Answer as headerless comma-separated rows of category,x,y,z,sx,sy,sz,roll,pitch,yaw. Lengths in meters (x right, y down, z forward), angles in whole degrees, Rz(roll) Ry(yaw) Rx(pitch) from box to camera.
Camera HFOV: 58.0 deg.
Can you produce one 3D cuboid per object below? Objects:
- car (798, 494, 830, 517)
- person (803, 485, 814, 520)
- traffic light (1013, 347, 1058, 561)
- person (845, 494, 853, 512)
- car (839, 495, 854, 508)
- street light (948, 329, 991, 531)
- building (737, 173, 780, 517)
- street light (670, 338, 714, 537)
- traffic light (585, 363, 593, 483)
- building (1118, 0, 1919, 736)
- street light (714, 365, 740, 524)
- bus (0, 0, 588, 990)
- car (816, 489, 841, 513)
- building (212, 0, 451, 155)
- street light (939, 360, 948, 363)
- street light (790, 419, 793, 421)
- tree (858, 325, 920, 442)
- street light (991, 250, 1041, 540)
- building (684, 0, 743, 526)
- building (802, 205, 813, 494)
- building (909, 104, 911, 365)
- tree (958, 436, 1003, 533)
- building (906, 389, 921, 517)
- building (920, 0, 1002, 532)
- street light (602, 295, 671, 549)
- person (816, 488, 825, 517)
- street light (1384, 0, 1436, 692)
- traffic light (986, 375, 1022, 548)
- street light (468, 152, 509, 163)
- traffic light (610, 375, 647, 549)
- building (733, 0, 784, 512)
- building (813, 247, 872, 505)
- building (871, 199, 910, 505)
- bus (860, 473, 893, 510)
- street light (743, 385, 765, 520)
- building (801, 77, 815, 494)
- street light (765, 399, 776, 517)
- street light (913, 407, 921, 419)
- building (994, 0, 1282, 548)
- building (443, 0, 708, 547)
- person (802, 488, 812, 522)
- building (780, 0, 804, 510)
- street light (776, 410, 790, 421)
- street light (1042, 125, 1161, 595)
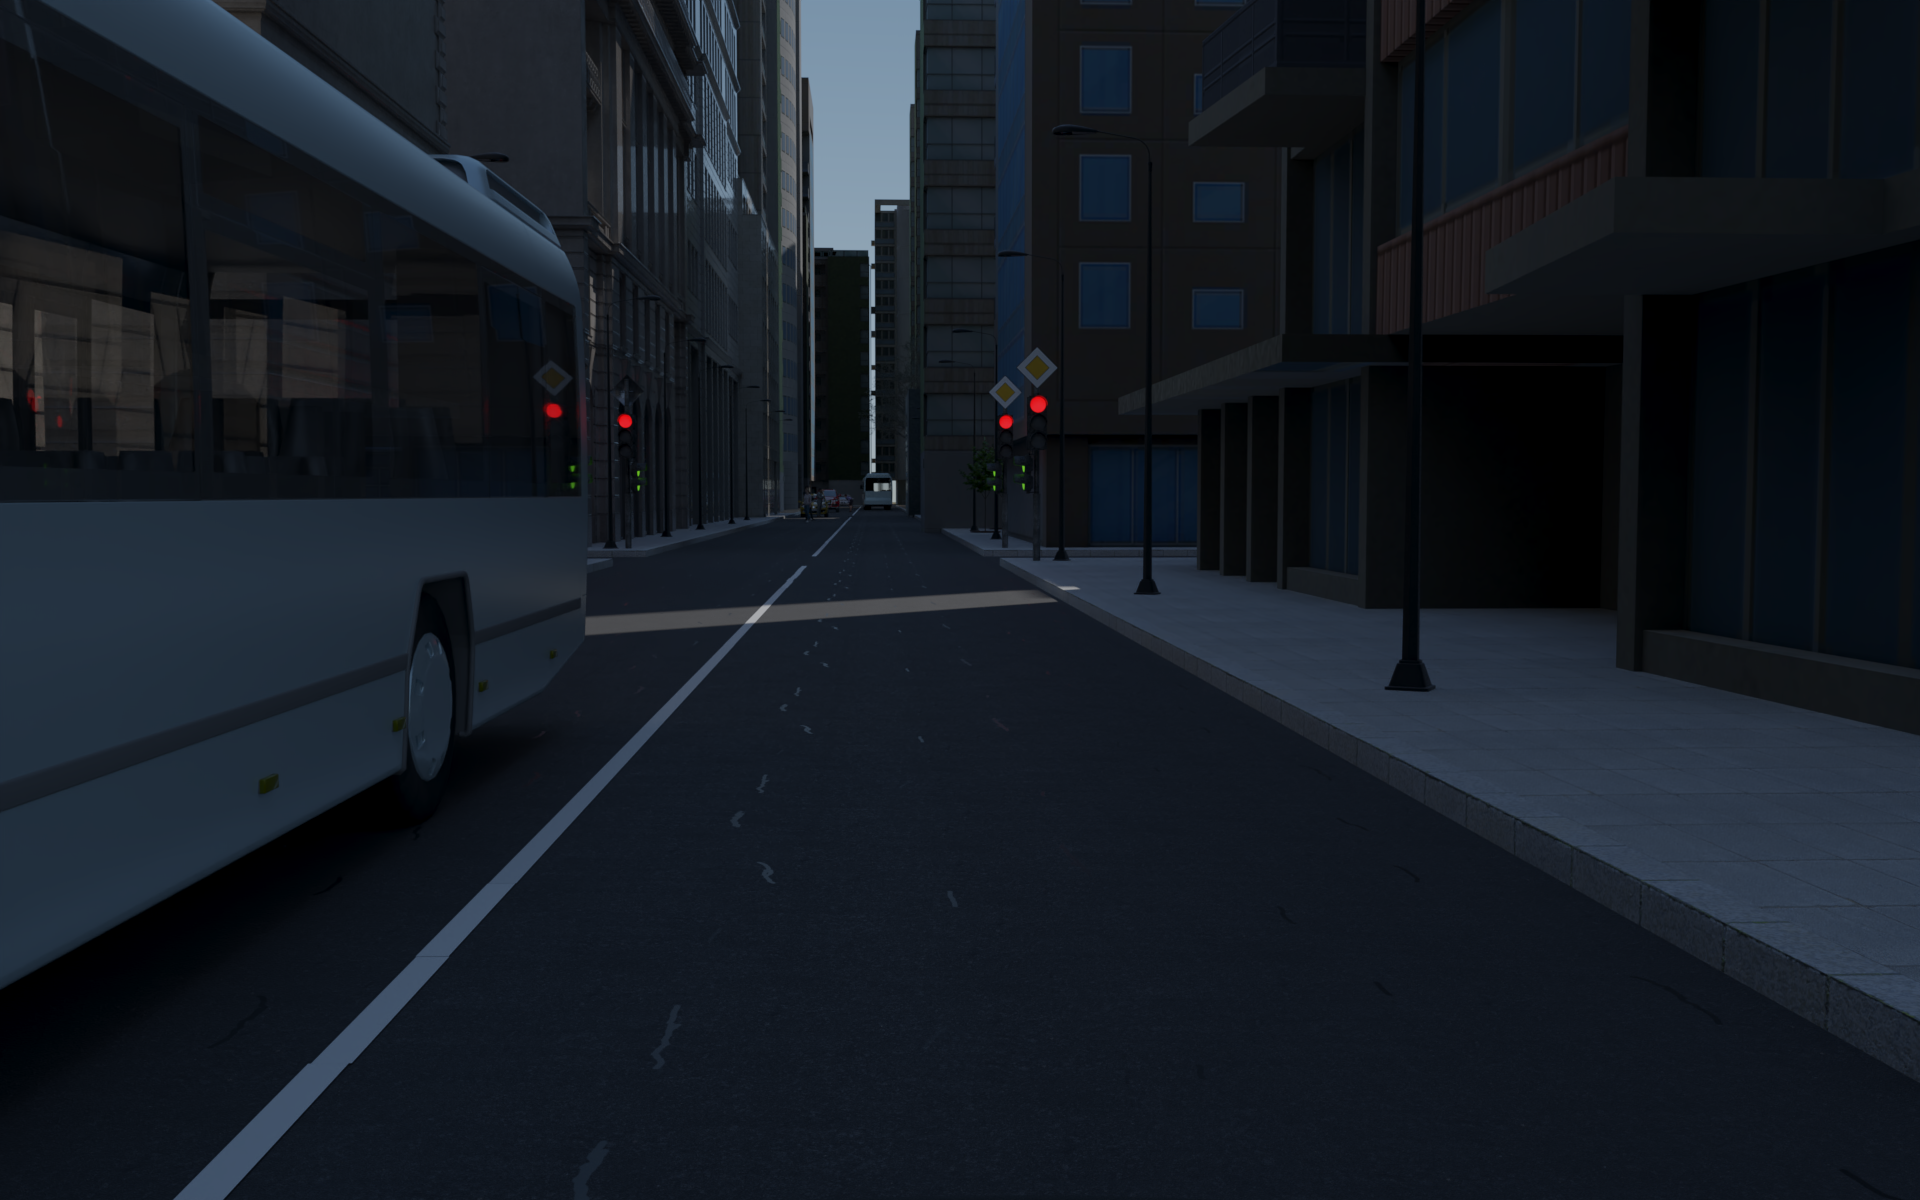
car,-9.113,-6.012,108.512,2.015,1.641,3.980,0,4,-3
person,-8.240,-5.288,94.315,0.648,1.900,0.474,2,4,35
traffic light,1.453,-2.708,33.201,0.839,4.253,0.868,0,4,-3
person,-8.749,-7.625,136.398,0.697,1.427,0.421,0,4,-2
car,-12.040,-10.241,179.801,2.083,1.381,4.827,0,4,-3
street light,0.484,-4.663,48.774,1.470,5.913,1.316,0,4,-3
building,-16.398,-15.156,102.550,10.420,20.320,16.860,0,4,-3
street light,-8.227,-4.834,51.583,1.470,5.913,1.316,0,4,-3
traffic light,-7.397,-2.680,32.742,0.839,4.253,0.868,0,4,-3
building,14.251,-22.102,15.995,22.147,44.769,28.867,0,4,-3
street light,-8.830,-5.494,62.367,1.470,5.913,1.316,0,4,-3
bus,-3.420,-0.577,4.302,2.948,3.499,13.247,0,4,-2
car,-10.490,-7.804,136.265,2.281,1.827,5.304,0,4,-4
building,-18.541,-12.092,26.583,19.941,23.489,11.050,0,4,-3
street light,-0.036,-5.346,59.952,1.470,5.913,1.316,0,4,-3
street light,-11.010,-8.221,106.954,1.470,5.913,1.316,0,4,-3
tree,-2.149,-12.961,122.278,12.009,13.543,11.850,0,3,0
street light,1.418,-3.709,33.186,1.470,5.913,1.316,0,4,-3
building,-16.672,-18.437,78.930,11.434,29.767,29.804,0,4,-3
building,-21.790,-24.118,166.031,14.160,30.474,14.107,0,4,-3
building,2.877,-28.959,157.077,14.154,41.232,14.086,0,4,-3
tree,0.717,-3.851,57.566,1.663,3.219,1.824,0,3,0
building,8.261,-48.122,99.472,22.319,86.520,31.000,0,4,-3
building,5.348,-23.645,70.184,14.154,41.232,14.086,0,4,-3
street light,-7.686,-4.163,40.613,1.470,5.913,1.316,0,4,-3
person,-8.540,-5.960,106.123,0.466,1.800,0.511,1,4,10
street light,2.421,-2.364,11.197,1.470,5.913,1.316,0,4,-3
traffic light,1.052,-3.196,41.176,0.839,4.253,0.868,0,4,-3
street light,-6.832,-3.128,23.691,1.470,5.913,1.316,0,4,-3
traffic light,-7.798,-3.168,40.717,0.839,4.253,0.868,0,4,-3
building,-19.933,-26.812,121.971,14.154,41.232,14.086,0,4,-3
building,-17.594,-26.551,205.805,14.107,30.474,14.160,0,4,-3
building,0.960,-32.047,215.843,23.993,40.220,32.217,0,4,-3
bus,-7.738,-10.148,160.786,2.948,3.499,13.247,0,4,-4
street light,-9.240,-6.210,74.072,1.470,5.913,1.316,0,4,-3
building,-22.752,-32.600,183.122,14.200,45.320,14.600,0,4,-3
street light,-9.918,-6.869,84.853,1.470,5.913,1.316,0,4,-3
street light,-1.634,-7.326,92.316,1.470,5.913,1.316,0,4,-3
building,8.427,-24.271,46.942,14.200,45.320,14.600,0,4,-3
building,-15.357,-12.860,52.058,13.314,21.916,24.055,0,4,-3
person,-7.691,-4.791,87.500,0.731,1.740,0.598,2,4,34
building,-24.181,-36.781,143.373,21.231,58.520,28.212,0,4,-3
street light,-10.355,-7.542,95.846,1.470,5.913,1.316,0,4,-3
street light,1.858,-3.024,21.984,1.470,5.913,1.316,0,4,-3
